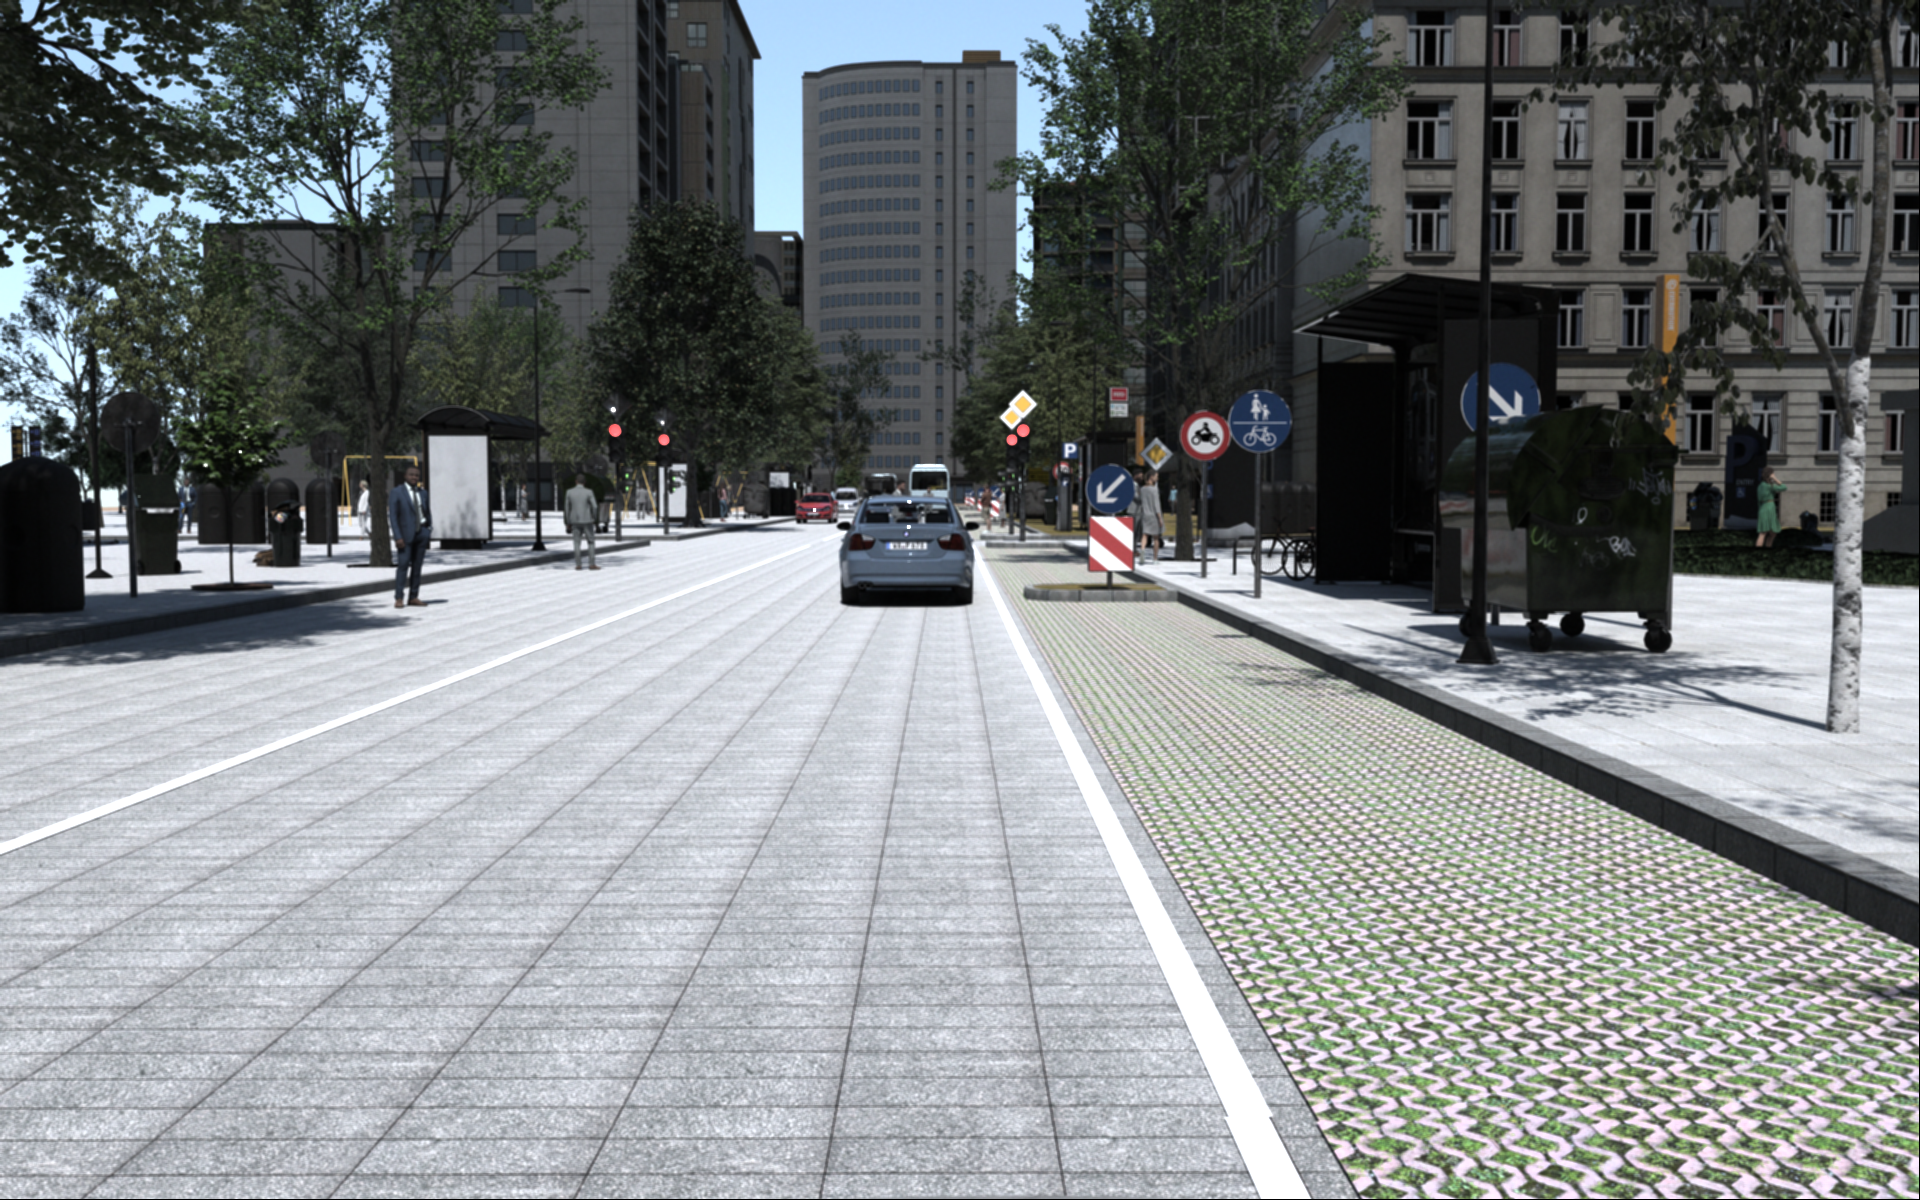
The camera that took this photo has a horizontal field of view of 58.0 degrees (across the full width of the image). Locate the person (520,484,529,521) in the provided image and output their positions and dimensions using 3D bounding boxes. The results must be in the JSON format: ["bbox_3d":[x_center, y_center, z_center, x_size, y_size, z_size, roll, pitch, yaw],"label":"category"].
[{"bbox_3d":[-20.713,-4.646,82.579,0.524,1.755,0.480,0,4,-5],"label":"person"}]

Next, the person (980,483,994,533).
[{"bbox_3d":[0.984,-3.374,63.648,0.573,1.828,0.580,-1,4,-18],"label":"person"}]

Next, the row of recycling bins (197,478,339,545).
[{"bbox_3d":[-17.746,-2.281,44.405,3.534,1.692,1.069,0,4,-3],"label":"row of recycling bins"}]

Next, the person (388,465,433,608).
[{"bbox_3d":[-7.022,-0.820,22.096,0.419,1.800,0.721,2,4,32],"label":"person"}]

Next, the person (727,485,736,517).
[{"bbox_3d":[-12.956,-5.570,97.299,0.728,1.800,0.709,2,4,24],"label":"person"}]

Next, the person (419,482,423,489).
[{"bbox_3d":[-23.656,-4.273,76.133,0.478,1.798,0.641,1,4,13],"label":"person"}]

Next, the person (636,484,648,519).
[{"bbox_3d":[-16.143,-4.991,87.846,0.606,1.804,0.583,-2,4,-27],"label":"person"}]

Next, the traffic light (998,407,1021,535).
[{"bbox_3d":[1.612,-4.020,54.652,0.839,4.253,0.868,0,4,0],"label":"traffic light"}]

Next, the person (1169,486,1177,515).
[{"bbox_3d":[12.882,-5.996,103.935,0.748,1.841,0.638,-2,4,-24],"label":"person"}]

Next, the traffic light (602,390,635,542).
[{"bbox_3d":[-9.189,-3.526,46.570,0.839,4.253,0.868,0,4,0],"label":"traffic light"}]

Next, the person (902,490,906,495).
[{"bbox_3d":[-3.368,-5.742,102.799,0.576,1.772,0.534,0,4,-4],"label":"person"}]

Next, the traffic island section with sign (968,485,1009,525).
[{"bbox_3d":[1.472,-4.339,79.566,1.989,1.847,2.006,0,4,0],"label":"traffic island section with sign"}]

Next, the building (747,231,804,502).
[{"bbox_3d":[-32.907,-33.507,239.725,23.993,40.220,32.217,0,4,0],"label":"building"}]

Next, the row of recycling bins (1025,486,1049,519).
[{"bbox_3d":[4.492,-5.088,90.305,1.069,1.692,3.534,-3,5,-39],"label":"row of recycling bins"}]

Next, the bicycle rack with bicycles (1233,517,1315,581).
[{"bbox_3d":[5.702,-0.829,26.934,2.925,0.926,2.852,-1,4,-21],"label":"bicycle rack with bicycles"}]

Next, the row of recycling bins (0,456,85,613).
[{"bbox_3d":[-10.889,-0.658,17.865,1.069,1.692,3.534,3,4,38],"label":"row of recycling bins"}]

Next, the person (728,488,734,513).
[{"bbox_3d":[-15.828,-6.938,119.684,0.583,1.804,0.606,-3,5,-43],"label":"person"}]

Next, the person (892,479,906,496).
[{"bbox_3d":[-1.469,-2.145,43.752,0.466,1.800,0.511,1,4,15],"label":"person"}]

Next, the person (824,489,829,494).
[{"bbox_3d":[-14.867,-11.361,191.428,1.348,1.869,0.705,2,4,31],"label":"person"}]

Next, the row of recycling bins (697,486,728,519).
[{"bbox_3d":[-13.142,-5.202,92.163,1.069,1.692,3.534,1,4,10],"label":"row of recycling bins"}]

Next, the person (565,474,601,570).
[{"bbox_3d":[-7.140,-1.476,32.735,0.635,1.810,0.391,0,4,-6],"label":"person"}]

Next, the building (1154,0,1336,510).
[{"bbox_3d":[24.984,-42.940,140.328,20.563,71.187,20.611,0,4,0],"label":"building"}]

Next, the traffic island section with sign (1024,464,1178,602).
[{"bbox_3d":[1.889,-0.926,23.775,1.989,1.847,2.006,0,4,0],"label":"traffic island section with sign"}]

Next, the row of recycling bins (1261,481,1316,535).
[{"bbox_3d":[10.436,-2.956,55.436,1.069,1.692,3.534,3,5,41],"label":"row of recycling bins"}]

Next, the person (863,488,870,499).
[{"bbox_3d":[-6.812,-7.216,125.849,0.474,1.900,0.648,0,4,4],"label":"person"}]

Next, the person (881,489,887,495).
[{"bbox_3d":[-6.258,-8.297,144.241,1.350,1.814,0.705,3,5,41],"label":"person"}]

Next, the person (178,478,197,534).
[{"bbox_3d":[-25.249,-3.074,56.488,0.721,1.800,0.419,-2,4,-27],"label":"person"}]

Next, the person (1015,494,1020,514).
[{"bbox_3d":[3.450,-5.795,101.060,0.573,1.790,0.520,0,4,-7],"label":"person"}]

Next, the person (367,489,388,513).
[{"bbox_3d":[-16.288,-2.487,48.519,0.474,1.900,0.648,0,4,-5],"label":"person"}]

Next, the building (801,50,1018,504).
[{"bbox_3d":[-6.763,-42.308,233.733,28.212,58.520,21.231,0,4,0],"label":"building"}]

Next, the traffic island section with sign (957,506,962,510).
[{"bbox_3d":[0.900,-9.045,156.518,1.989,1.847,2.006,0,4,0],"label":"traffic island section with sign"}]

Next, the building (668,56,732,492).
[{"bbox_3d":[-28.879,-29.039,158.390,14.154,41.232,14.086,0,4,0],"label":"building"}]

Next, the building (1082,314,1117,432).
[{"bbox_3d":[27.666,-20.543,180.909,27.650,21.520,28.899,0,4,0],"label":"building"}]

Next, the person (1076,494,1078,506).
[{"bbox_3d":[8.085,-6.747,116.542,0.709,1.800,0.728,2,4,31],"label":"person"}]

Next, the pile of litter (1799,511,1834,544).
[{"bbox_3d":[22.532,-1.927,45.476,1.176,0.858,1.719,1,4,20],"label":"pile of litter"}]

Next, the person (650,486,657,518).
[{"bbox_3d":[-16.358,-5.272,93.243,0.512,1.701,0.522,-2,4,-34],"label":"person"}]

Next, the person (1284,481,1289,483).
[{"bbox_3d":[13.150,-3.897,69.935,0.473,1.802,0.592,1,4,16],"label":"person"}]

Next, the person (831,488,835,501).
[{"bbox_3d":[-7.387,-5.614,100.560,0.793,1.790,0.793,-2,4,-26],"label":"person"}]

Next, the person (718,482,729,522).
[{"bbox_3d":[-10.927,-4.527,80.064,0.555,1.821,0.388,2,4,28],"label":"person"}]

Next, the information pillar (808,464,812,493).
[{"bbox_3d":[-11.238,-8.454,129.581,0.183,3.616,0.504,2,4,26],"label":"information pillar"}]

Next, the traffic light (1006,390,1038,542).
[{"bbox_3d":[1.672,-3.532,46.667,0.839,4.253,0.868,0,4,0],"label":"traffic light"}]

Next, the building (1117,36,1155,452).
[{"bbox_3d":[21.273,-29.065,158.807,14.154,41.232,14.086,0,4,0],"label":"building"}]

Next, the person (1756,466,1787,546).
[{"bbox_3d":[15.042,-1.593,32.335,0.529,1.795,0.600,-1,4,-11],"label":"person"}]

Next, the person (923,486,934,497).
[{"bbox_3d":[-1.451,-4.296,78.919,0.511,1.800,0.466,0,4,-4],"label":"person"}]

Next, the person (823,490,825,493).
[{"bbox_3d":[-13.249,-10.001,170.383,0.721,1.723,1.217,-2,4,-26],"label":"person"}]

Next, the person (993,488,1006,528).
[{"bbox_3d":[1.710,-3.937,73.434,0.524,1.755,0.480,-1,4,-11],"label":"person"}]

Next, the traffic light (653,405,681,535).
[{"bbox_3d":[-9.249,-4.014,54.555,0.839,4.253,0.868,0,4,0],"label":"traffic light"}]

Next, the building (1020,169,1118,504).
[{"bbox_3d":[22.544,-35.510,235.206,28.867,44.769,22.147,0,4,0],"label":"building"}]

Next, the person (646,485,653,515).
[{"bbox_3d":[-19.134,-6.159,106.862,0.853,1.813,0.709,2,4,28],"label":"person"}]

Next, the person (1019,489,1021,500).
[{"bbox_3d":[7.035,-12.032,202.749,1.348,1.826,0.705,-2,4,-26],"label":"person"}]

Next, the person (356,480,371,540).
[{"bbox_3d":[-17.673,-2.636,51.479,0.514,1.842,0.818,1,4,23],"label":"person"}]

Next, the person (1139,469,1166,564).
[{"bbox_3d":[3.465,-1.503,31.371,0.466,1.731,0.760,1,4,20],"label":"person"}]

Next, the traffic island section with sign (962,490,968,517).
[{"bbox_3d":[1.263,-6.000,106.721,1.989,1.847,2.006,0,4,0],"label":"traffic island section with sign"}]

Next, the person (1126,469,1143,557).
[{"bbox_3d":[3.671,-1.793,35.543,0.466,1.800,0.511,1,4,16],"label":"person"}]

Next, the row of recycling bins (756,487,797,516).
[{"bbox_3d":[-10.729,-5.792,101.815,1.069,1.692,3.534,2,4,28],"label":"row of recycling bins"}]
